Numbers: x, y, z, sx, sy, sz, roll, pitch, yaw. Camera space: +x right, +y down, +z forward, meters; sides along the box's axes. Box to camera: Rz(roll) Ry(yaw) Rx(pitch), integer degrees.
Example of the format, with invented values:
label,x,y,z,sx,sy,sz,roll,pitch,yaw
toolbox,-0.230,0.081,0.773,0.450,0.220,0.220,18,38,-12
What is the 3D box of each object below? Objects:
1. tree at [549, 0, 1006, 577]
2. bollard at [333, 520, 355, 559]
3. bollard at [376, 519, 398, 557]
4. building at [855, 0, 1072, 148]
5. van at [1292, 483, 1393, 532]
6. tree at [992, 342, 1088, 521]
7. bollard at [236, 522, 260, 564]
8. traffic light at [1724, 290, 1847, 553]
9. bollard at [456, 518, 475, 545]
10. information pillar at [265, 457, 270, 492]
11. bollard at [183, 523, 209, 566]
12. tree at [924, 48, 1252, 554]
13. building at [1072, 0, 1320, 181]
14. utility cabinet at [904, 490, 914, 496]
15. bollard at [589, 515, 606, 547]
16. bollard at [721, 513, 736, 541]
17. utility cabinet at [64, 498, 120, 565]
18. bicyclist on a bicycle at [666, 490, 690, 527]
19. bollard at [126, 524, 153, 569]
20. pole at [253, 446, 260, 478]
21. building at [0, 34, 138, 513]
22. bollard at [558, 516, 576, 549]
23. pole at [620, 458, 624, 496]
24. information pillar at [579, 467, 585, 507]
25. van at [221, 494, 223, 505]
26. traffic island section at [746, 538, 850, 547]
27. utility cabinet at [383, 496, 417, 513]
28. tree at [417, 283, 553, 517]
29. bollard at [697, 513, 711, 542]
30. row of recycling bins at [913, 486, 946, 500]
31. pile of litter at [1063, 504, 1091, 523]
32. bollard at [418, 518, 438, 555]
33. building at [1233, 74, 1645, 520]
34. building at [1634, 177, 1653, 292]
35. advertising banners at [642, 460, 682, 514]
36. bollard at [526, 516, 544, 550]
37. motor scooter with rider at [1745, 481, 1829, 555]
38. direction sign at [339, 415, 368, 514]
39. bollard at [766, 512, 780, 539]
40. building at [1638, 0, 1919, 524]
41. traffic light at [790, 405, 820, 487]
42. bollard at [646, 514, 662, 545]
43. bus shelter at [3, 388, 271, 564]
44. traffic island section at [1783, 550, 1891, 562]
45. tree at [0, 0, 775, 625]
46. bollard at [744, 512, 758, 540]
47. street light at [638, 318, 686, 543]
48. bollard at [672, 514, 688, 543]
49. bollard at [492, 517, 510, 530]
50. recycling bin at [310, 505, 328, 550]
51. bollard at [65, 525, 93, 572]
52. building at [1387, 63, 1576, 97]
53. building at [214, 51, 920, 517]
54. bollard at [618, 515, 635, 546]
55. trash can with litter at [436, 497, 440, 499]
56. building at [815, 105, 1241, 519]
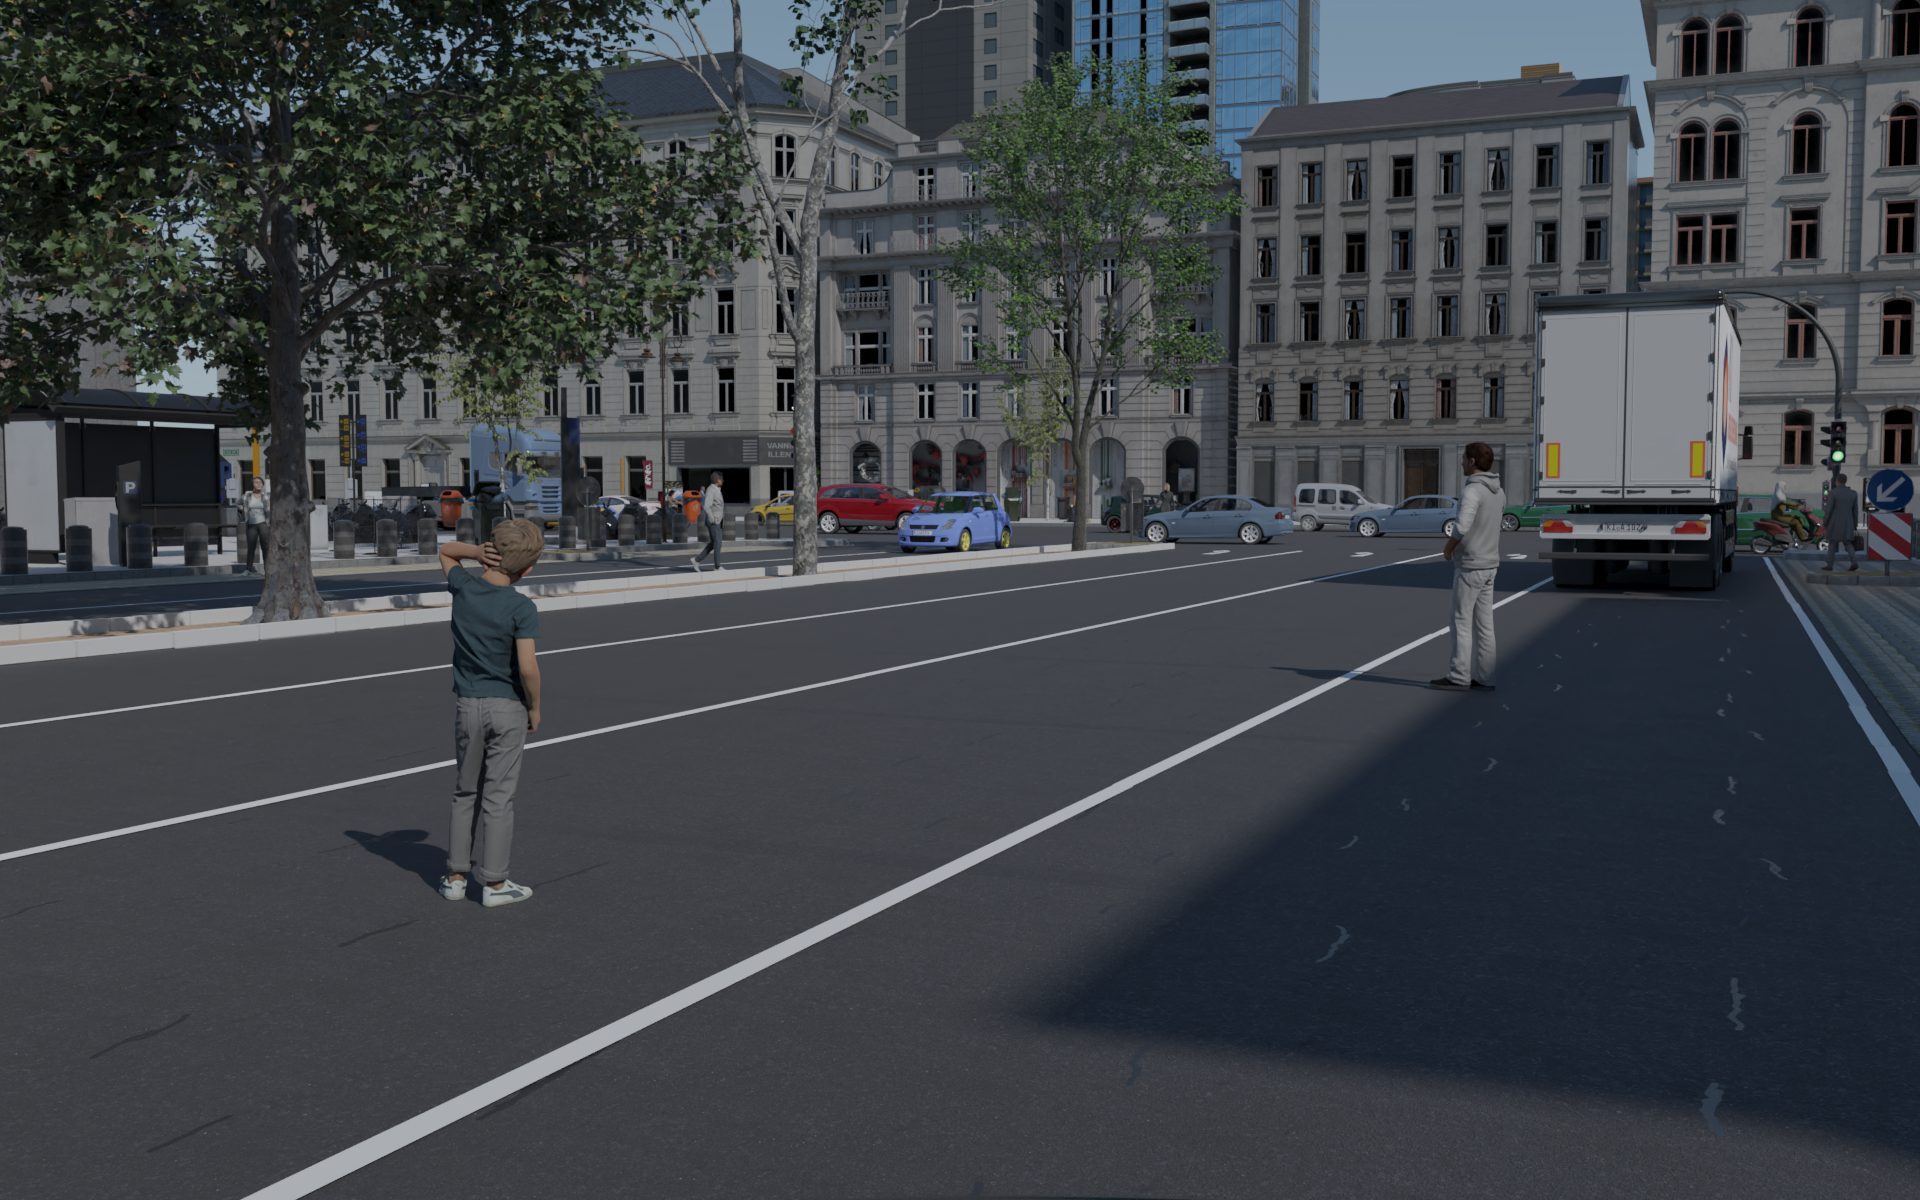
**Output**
label,x,y,z,sx,sy,sz,roll,pitch,yaw
tree,-3.389,-10.495,29.938,12.611,20.169,13.585,0,3,0
bollard,-12.193,-1.197,34.283,0.404,0.777,0.398,0,3,0
bollard,-11.706,-1.264,35.382,0.404,0.777,0.398,0,3,0
building,1.978,-46.308,195.383,20.611,71.187,20.563,2,4,24
van,14.847,-3.627,66.307,4.112,2.044,2.013,2,4,24
tree,4.002,-8.130,83.281,4.737,8.622,4.395,0,3,0
bollard,-13.177,-1.061,32.064,0.404,0.777,0.398,0,3,0
traffic light,17.222,-3.913,38.644,4.771,5.953,1.251,2,4,24
bollard,-10.732,-1.399,37.590,0.404,0.777,0.398,0,3,0
information pillar,-39.198,-6.540,98.284,0.183,3.616,0.504,2,4,27
bollard,-13.661,-0.994,30.963,0.404,0.777,0.398,0,3,0
tree,2.862,-6.866,40.475,9.928,11.665,9.643,0,3,0
building,25.106,-53.257,183.429,31.000,86.520,22.319,2,4,24
utility cabinet,-2.656,-4.914,89.015,0.318,1.500,1.173,-1,4,-13
bollard,-8.786,-1.668,41.987,0.404,0.777,0.398,0,3,0
bollard,-6.353,-2.005,47.498,0.404,0.777,0.398,0,3,0
utility cabinet,-15.651,-1.232,31.305,0.306,1.237,1.020,1,4,22
bicyclist on a bicycle,-11.601,-3.671,70.050,1.625,1.676,1.499,1,4,23
bollard,-14.146,-0.926,29.863,0.404,0.777,0.398,0,3,0
pole,-17.665,-3.038,43.511,0.158,3.312,0.155,0,3,0
building,-32.310,-13.683,41.741,19.932,24.808,12.078,2,4,24
bollard,-9.273,-1.601,40.888,0.404,0.777,0.398,0,3,0
pole,-18.942,-6.316,97.113,0.158,3.312,0.155,0,3,0
information pillar,-10.210,-2.552,46.211,0.304,2.012,0.304,2,4,30
van,-34.665,-4.348,75.468,5.245,2.365,2.240,2,4,25
traffic island section,-4.391,-1.599,48.430,2.009,0.180,2.903,2,4,24
utility cabinet,-17.618,-2.651,54.505,1.020,1.237,0.306,1,4,11
tree,-13.458,-6.120,50.429,4.737,8.622,4.395,0,3,0
bollard,-6.841,-1.937,46.393,0.404,0.777,0.398,0,3,0
row of recycling bins,-1.465,-4.797,85.538,1.069,1.692,3.534,-1,4,-17
pile of litter,5.306,-3.947,78.493,1.176,0.858,1.719,-1,4,-9
bollard,-11.216,-1.332,36.490,0.404,0.777,0.398,0,3,0
building,23.631,-14.458,85.545,18.267,20.994,9.793,2,4,24
building,98.501,-35.406,233.512,28.867,44.769,22.147,2,4,24
advertising banners,-15.335,-5.702,89.420,2.074,3.025,0.090,-1,4,-9
bollard,-9.756,-1.533,39.787,0.404,0.777,0.398,0,3,0
motor scooter with rider,19.578,-1.943,40.739,1.986,1.779,0.876,1,4,22
direction sign,-17.305,-3.514,49.449,0.876,3.537,0.379,1,4,14
bollard,-5.373,-2.140,49.706,0.404,0.777,0.398,0,3,0
building,43.675,-17.833,78.954,23.554,28.519,14.401,2,4,24
traffic light,-4.359,-3.631,48.280,0.839,4.253,0.868,2,4,24
bollard,-7.813,-1.803,44.189,0.404,0.777,0.398,0,3,0
bus shelter,-16.033,-2.459,34.122,2.014,3.302,5.546,2,4,24
traffic island section,19.204,-0.963,38.034,2.009,0.180,2.903,2,4,24
tree,-7.309,-6.072,18.751,9.611,12.733,9.660,0,3,0
bollard,-5.861,-2.073,48.607,0.404,0.777,0.398,0,3,0
street light,-7.799,-4.448,45.517,0.468,5.910,1.993,2,4,24
bollard,-7.324,-1.870,45.292,0.404,0.777,0.398,0,3,0
bollard,-10.241,-1.466,38.687,0.404,0.777,0.398,0,3,0
recycling bin,-15.105,-1.691,40.209,0.722,1.027,0.722,-2,4,-28
bollard,-14.633,-0.859,28.764,0.404,0.777,0.398,0,3,0
building,72.030,-42.949,244.221,28.212,58.520,21.231,2,4,24
building,-25.584,-20.460,110.935,44.131,29.872,17.030,2,4,24
bollard,-8.301,-1.735,43.090,0.404,0.777,0.398,0,3,0
trash can with litter,-28.353,-5.058,94.092,0.624,1.170,1.055,0,4,5
building,5.207,-15.557,96.161,24.055,21.916,13.314,2,4,24
